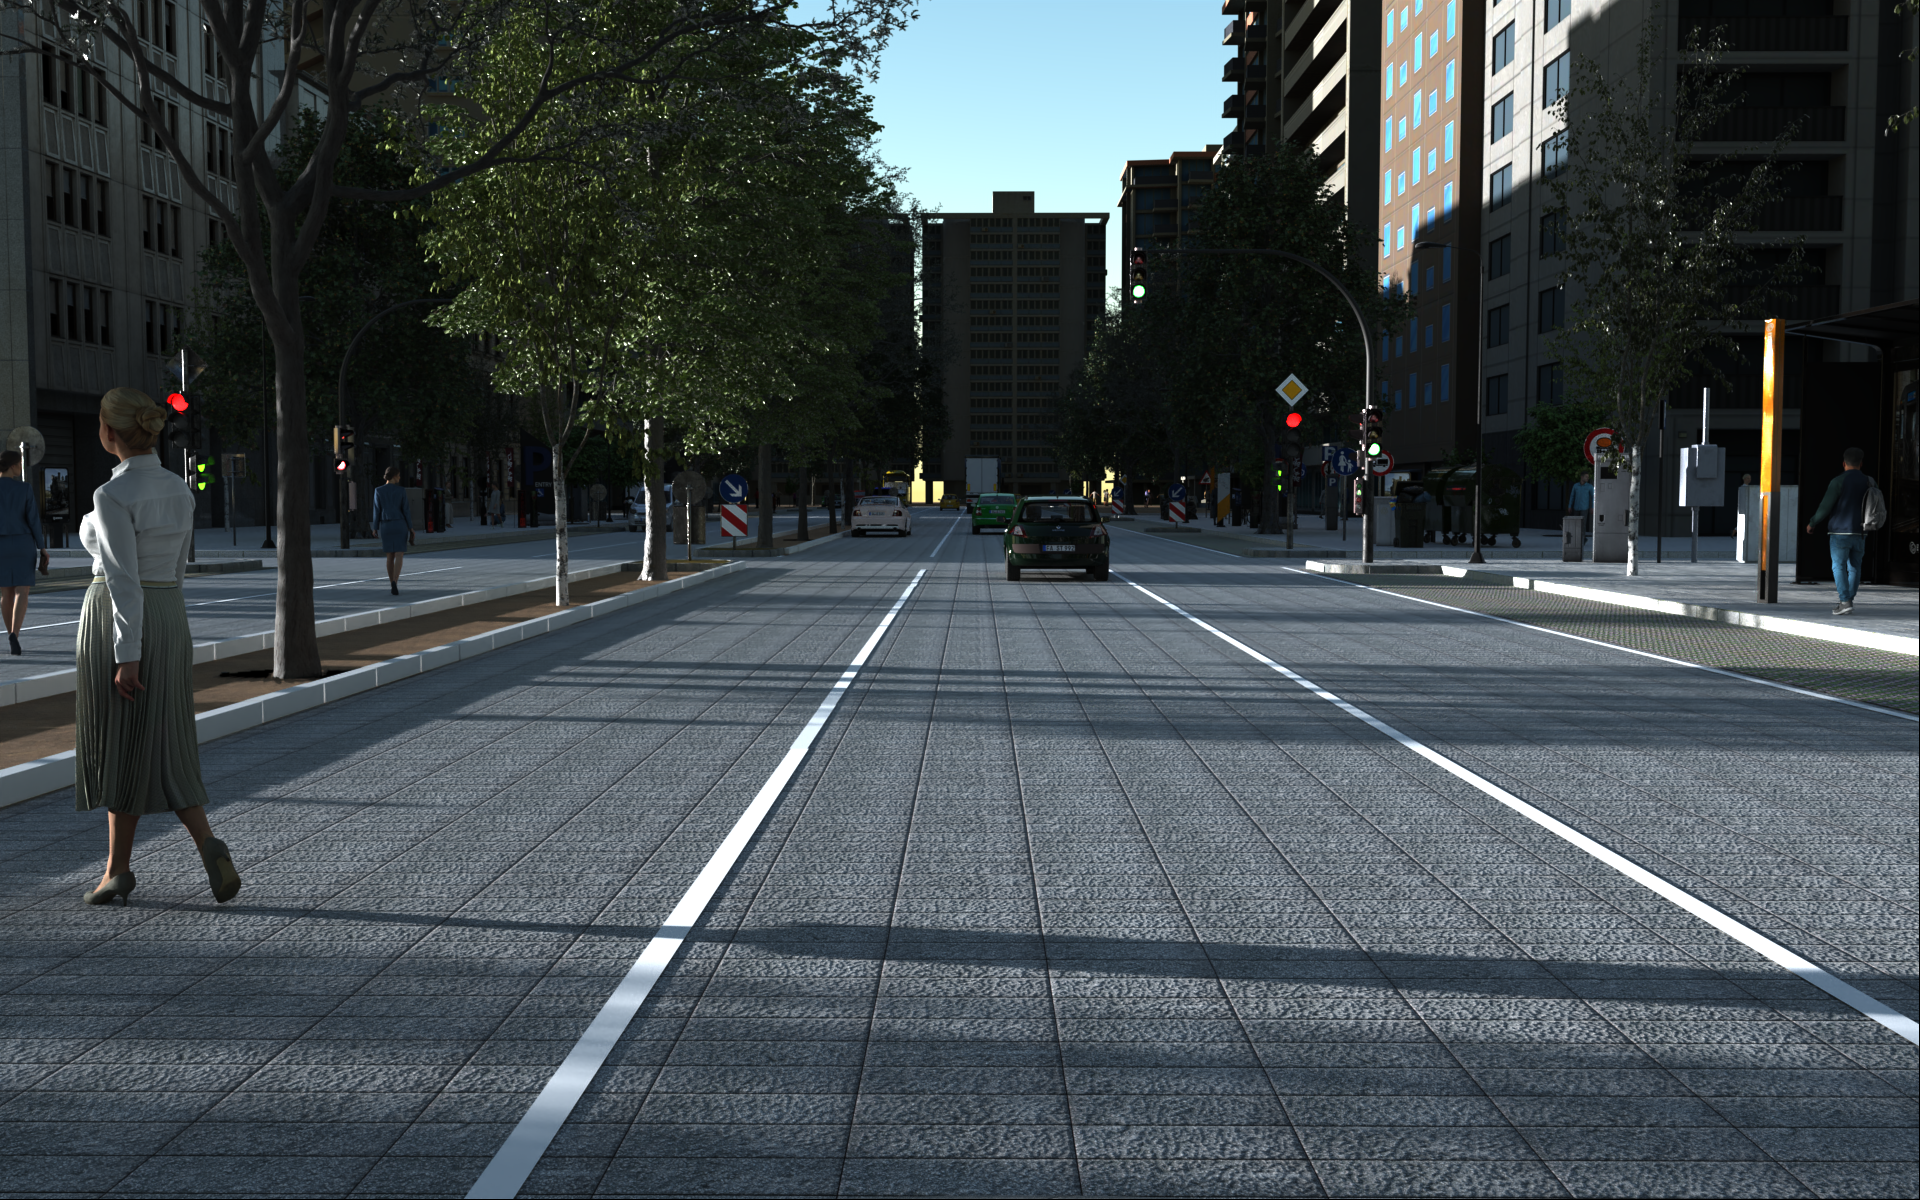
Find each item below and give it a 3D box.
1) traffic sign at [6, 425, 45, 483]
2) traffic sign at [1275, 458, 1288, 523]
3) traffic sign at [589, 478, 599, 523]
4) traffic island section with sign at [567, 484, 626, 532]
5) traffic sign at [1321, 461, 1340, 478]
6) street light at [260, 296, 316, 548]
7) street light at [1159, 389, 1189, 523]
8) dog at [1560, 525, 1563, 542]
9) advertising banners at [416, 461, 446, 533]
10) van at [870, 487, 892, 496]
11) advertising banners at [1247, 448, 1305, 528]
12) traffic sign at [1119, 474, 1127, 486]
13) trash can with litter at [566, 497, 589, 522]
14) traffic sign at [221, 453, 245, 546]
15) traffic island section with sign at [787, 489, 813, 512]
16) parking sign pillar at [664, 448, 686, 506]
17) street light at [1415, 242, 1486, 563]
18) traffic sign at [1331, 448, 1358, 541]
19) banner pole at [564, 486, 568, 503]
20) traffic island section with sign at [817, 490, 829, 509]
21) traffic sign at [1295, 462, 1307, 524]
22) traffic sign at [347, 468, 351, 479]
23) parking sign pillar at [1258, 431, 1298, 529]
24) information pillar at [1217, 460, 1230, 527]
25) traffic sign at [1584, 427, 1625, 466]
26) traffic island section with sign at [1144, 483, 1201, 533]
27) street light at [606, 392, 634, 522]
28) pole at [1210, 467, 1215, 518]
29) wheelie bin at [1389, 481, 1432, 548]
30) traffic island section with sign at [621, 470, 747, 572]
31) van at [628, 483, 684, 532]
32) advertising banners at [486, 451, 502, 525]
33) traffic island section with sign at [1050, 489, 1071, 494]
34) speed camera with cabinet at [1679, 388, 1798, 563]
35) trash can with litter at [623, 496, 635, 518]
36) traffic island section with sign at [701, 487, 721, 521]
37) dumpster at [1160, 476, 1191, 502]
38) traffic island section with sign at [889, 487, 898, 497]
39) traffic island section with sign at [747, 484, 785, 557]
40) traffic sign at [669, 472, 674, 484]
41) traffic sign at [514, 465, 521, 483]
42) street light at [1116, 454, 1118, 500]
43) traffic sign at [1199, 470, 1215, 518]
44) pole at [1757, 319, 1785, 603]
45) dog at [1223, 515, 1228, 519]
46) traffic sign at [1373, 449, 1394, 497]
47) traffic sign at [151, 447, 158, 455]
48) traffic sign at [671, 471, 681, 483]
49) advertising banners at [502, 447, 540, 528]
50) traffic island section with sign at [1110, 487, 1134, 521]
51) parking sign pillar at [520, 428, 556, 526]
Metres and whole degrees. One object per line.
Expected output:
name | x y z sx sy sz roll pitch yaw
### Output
traffic sign | -17.304 -1.956 32.079 0.768 2.556 0.104 0 4 5
traffic sign | 11.190 -3.721 60.940 0.768 2.556 0.104 0 4 3
traffic sign | -16.576 -4.743 77.554 0.884 2.594 0.081 0 4 8
traffic island section with sign | -13.865 -3.518 66.141 1.989 1.847 2.006 0 4 1
traffic sign | 13.517 -3.851 63.076 0.768 2.556 0.104 0 4 7
street light | -15.820 -4.175 40.806 1.470 5.913 1.316 0 4 1
street light | 9.440 -6.348 76.338 1.470 5.913 1.316 0 4 1
dog | 15.650 -1.682 44.335 0.406 0.507 0.540 3 5 44
advertising banners | -17.423 -3.713 56.890 0.090 3.025 2.074 1 4 9
van | -6.752 -9.098 153.140 2.240 2.365 5.245 0 4 1
advertising banners | 11.802 -4.189 64.686 2.074 3.025 0.090 1 4 10
traffic sign | 10.780 -6.932 113.071 0.795 2.593 0.064 1 4 10
trash can with litter | -17.803 -4.172 79.264 1.678 1.210 2.233 -2 4 -24
traffic sign | -18.039 -2.501 43.020 0.606 2.300 0.079 0 4 6
traffic island section with sign | -13.147 -8.179 142.350 1.989 1.847 2.006 0 4 1
parking sign pillar | -16.733 -6.917 101.570 1.447 3.967 1.447 -3 4 -39
street light | 9.082 -3.640 32.059 1.470 5.913 1.316 0 4 1
traffic sign | 10.582 -2.905 47.609 0.768 2.556 0.104 0 4 4
banner pole | -19.231 -5.745 83.954 0.401 3.779 0.863 3 5 41
traffic island section with sign | -12.914 -9.827 169.305 1.989 1.847 2.006 0 4 1
traffic sign | 12.837 -4.038 66.133 0.768 2.556 0.104 0 4 6
traffic sign | -19.650 -3.418 55.984 0.768 2.556 0.104 0 4 5
parking sign pillar | 11.672 -4.587 63.467 1.447 3.967 1.447 -1 4 -18
information pillar | 10.230 -4.641 67.230 0.504 3.616 0.183 1 4 8
traffic sign | 12.333 -2.027 33.250 0.768 2.556 0.104 0 4 3
traffic island section with sign | 7.948 -3.447 64.988 1.989 1.847 2.006 0 4 1
street light | -15.526 -6.525 79.220 1.470 5.913 1.316 0 4 1
pole | 13.295 -5.956 91.227 0.158 3.312 0.155 0 3 0
wheelie bin | 10.821 -2.056 41.521 0.980 1.594 0.693 0 4 -2
traffic island section with sign | -5.225 -1.506 32.762 2.006 1.907 1.989 0 4 1
van | -11.706 -3.661 66.873 2.013 2.044 4.112 0 4 0
advertising banners | -19.075 -4.570 70.905 0.090 3.025 2.074 0 4 3
traffic island section with sign | 8.661 -8.166 142.140 1.989 1.847 2.006 0 4 1
speed camera with cabinet | 14.621 -2.330 32.438 2.038 3.252 0.660 1 4 8
trash can with litter | -17.573 -4.935 92.082 0.624 1.170 1.055 -1 4 -11
traffic island section with sign | -13.614 -5.166 93.095 1.989 1.847 2.006 0 4 1
dumpster | 11.911 -5.695 95.602 1.502 2.255 1.985 0 4 0
traffic island section with sign | -4.463 -6.555 115.305 2.006 1.907 1.989 0 4 1
traffic island section with sign | -5.147 -1.959 40.169 2.006 1.907 1.989 0 4 1
traffic sign | -16.116 -6.000 98.213 0.768 2.556 0.104 0 4 6
traffic sign | -18.885 -4.556 74.604 0.768 2.556 0.104 0 4 7
street light | 9.874 -8.698 114.751 1.470 5.913 1.316 0 4 1
traffic sign | 13.293 -5.714 93.430 0.884 2.594 0.081 0 4 2
pole | 9.508 -1.618 20.303 0.158 3.312 0.155 0 3 0
dog | 13.423 -4.562 88.961 0.800 0.831 0.513 2 4 30
traffic sign | 11.909 -3.001 49.176 0.768 2.556 0.104 0 4 4
traffic sign | -19.789 -2.560 41.954 0.768 2.556 0.104 0 4 4
traffic sign | -15.924 -5.968 97.685 0.768 2.556 0.104 0 4 1
advertising banners | -16.607 -4.251 65.689 0.090 3.025 2.074 1 4 22
traffic island section with sign | 8.189 -5.096 91.942 1.989 1.847 2.006 0 4 1
parking sign pillar | -17.187 -5.019 70.535 1.447 3.967 1.447 -2 4 -31
